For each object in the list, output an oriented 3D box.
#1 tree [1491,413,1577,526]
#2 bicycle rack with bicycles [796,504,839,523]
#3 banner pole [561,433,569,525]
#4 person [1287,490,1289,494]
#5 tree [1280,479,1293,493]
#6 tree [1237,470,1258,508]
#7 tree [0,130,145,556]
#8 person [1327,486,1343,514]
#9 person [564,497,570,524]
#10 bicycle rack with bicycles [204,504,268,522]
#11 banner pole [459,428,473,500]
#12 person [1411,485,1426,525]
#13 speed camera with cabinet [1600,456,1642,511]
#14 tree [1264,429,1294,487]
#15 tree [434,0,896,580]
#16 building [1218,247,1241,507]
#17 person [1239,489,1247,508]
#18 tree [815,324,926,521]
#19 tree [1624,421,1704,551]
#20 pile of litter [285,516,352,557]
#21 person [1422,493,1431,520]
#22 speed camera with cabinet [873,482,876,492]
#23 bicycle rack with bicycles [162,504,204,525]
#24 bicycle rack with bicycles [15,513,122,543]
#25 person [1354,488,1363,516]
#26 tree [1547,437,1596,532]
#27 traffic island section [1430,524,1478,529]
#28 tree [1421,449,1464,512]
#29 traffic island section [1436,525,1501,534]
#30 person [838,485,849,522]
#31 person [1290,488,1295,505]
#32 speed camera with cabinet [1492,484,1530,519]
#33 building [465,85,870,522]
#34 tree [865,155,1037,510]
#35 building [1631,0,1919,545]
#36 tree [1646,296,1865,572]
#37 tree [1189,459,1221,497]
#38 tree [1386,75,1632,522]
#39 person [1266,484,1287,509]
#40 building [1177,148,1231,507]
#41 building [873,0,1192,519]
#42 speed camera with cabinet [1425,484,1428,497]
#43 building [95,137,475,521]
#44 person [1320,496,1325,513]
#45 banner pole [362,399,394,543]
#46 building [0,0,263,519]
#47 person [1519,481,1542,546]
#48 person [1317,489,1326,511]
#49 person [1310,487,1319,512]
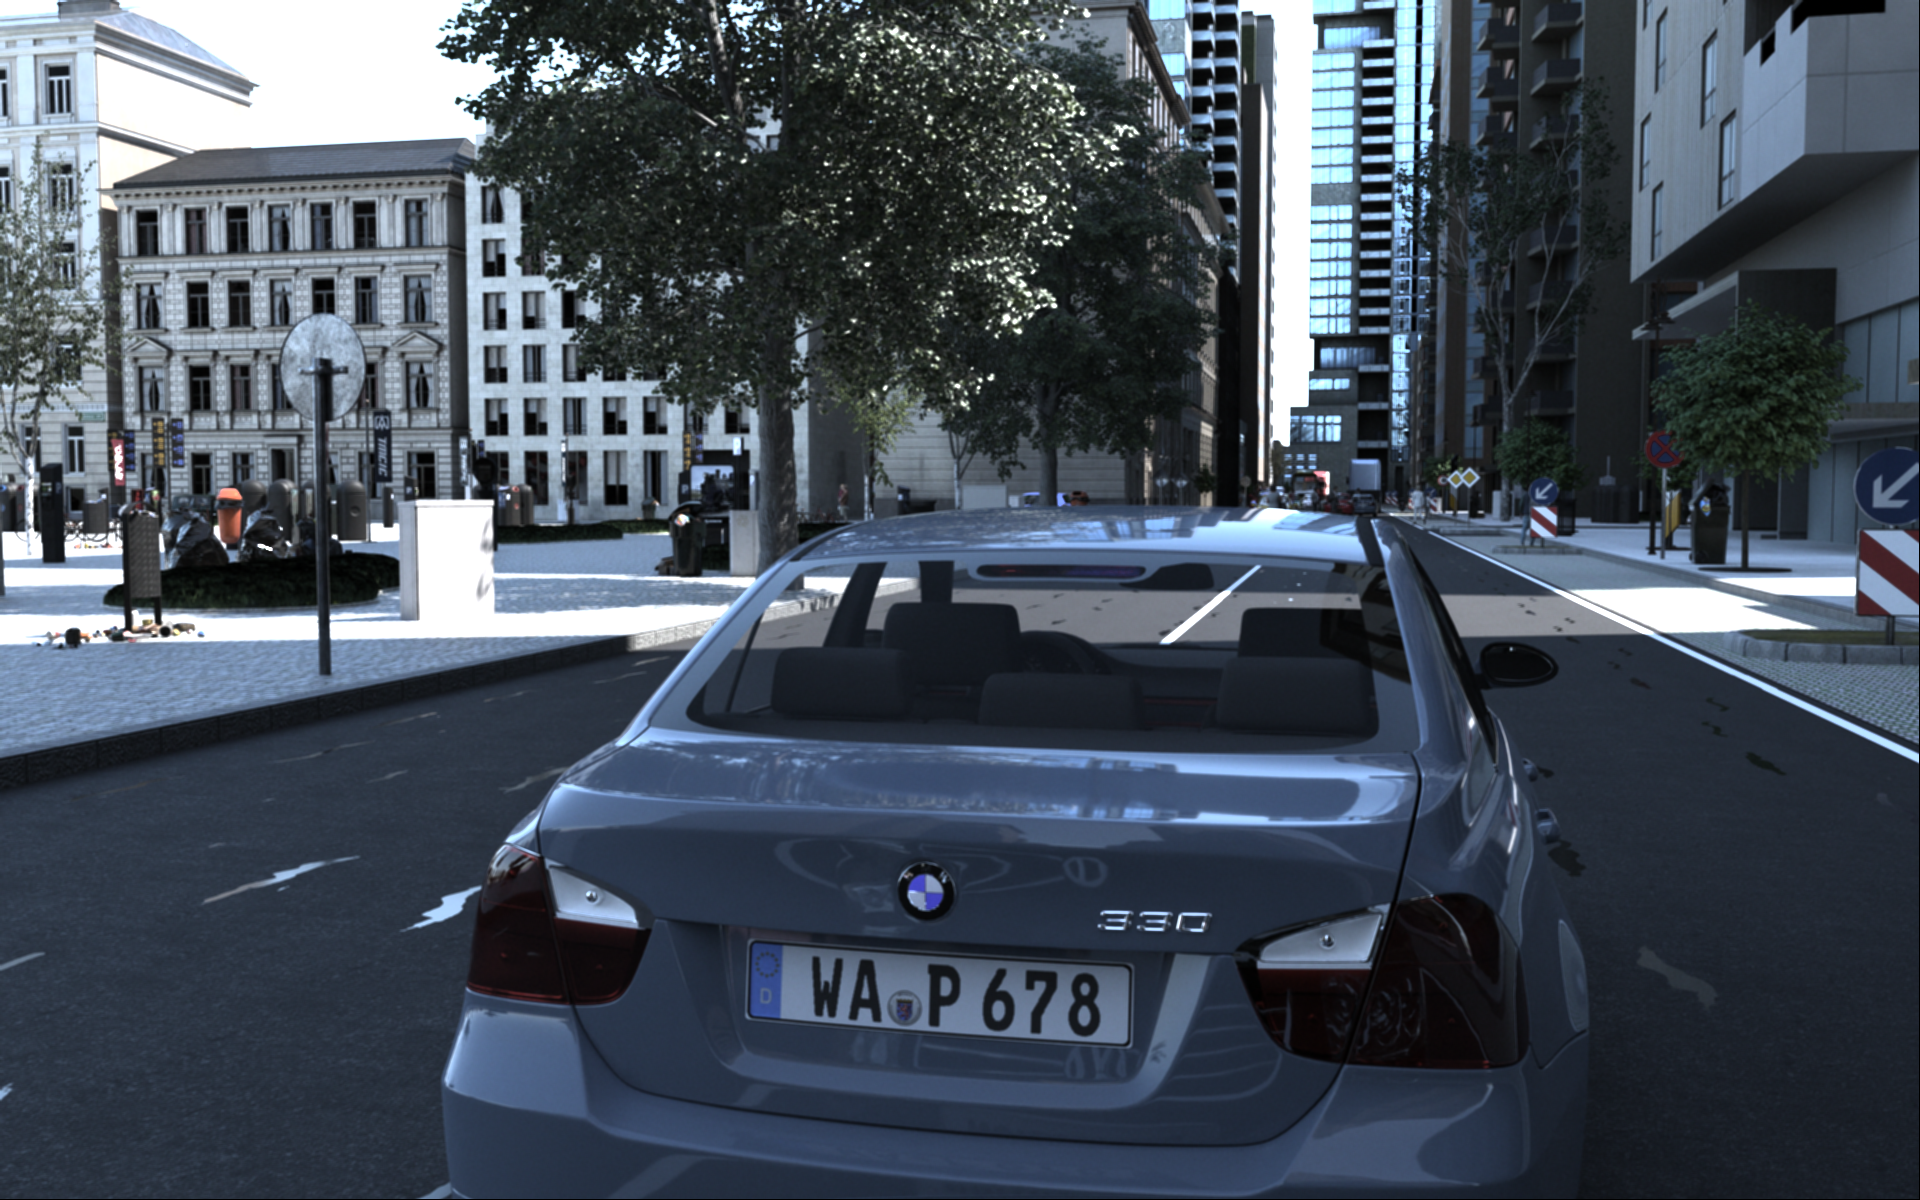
[{"bbox_3d":[23.280,-5.290,70.204,4.285,4.588,4.351,0,3,0],"label":"tree"},{"bbox_3d":[-6.021,-2.944,61.521,2.852,0.926,2.925,-3,4,-38],"label":"bicycle rack with bicycles"},{"bbox_3d":[-16.201,-4.959,71.101,0.401,3.779,0.863,1,4,8],"label":"banner pole"},{"bbox_3d":[27.343,-8.292,144.349,0.850,1.792,0.678,1,4,12],"label":"person"},{"bbox_3d":[41.631,-13.818,220.528,1.663,3.219,1.824,0,3,0],"label":"tree"},{"bbox_3d":[22.893,-8.743,137.554,1.663,3.219,1.824,0,3,0],"label":"tree"},{"bbox_3d":[-19.223,-5.223,35.766,4.360,8.622,3.978,0,3,0],"label":"tree"},{"bbox_3d":[19.456,-4.997,90.167,0.822,1.834,0.622,3,5,39],"label":"person"},{"bbox_3d":[-17.344,-3.917,76.826,0.394,1.301,0.425,1,4,19],"label":"person"},{"bbox_3d":[-23.664,-2.775,58.752,2.925,0.926,2.852,-3,4,-36],"label":"bicycle rack with bicycles"},{"bbox_3d":[-18.753,-4.641,65.896,0.863,3.779,0.401,2,4,33],"label":"banner pole"},{"bbox_3d":[21.233,-4.390,80.158,0.514,1.842,0.818,-2,4,-26],"label":"person"},{"bbox_3d":[34.456,-5.869,90.292,2.038,3.252,0.660,0,4,7],"label":"speed camera with cabinet"},{"bbox_3d":[35.992,-15.096,197.175,4.360,8.622,3.978,0,3,0],"label":"tree"},{"bbox_3d":[-2.348,-7.104,22.812,9.857,13.997,8.962,0,3,0],"label":"tree"},{"bbox_3d":[15.529,-18.824,137.453,12.332,23.373,15.834,1,4,13],"label":"building"},{"bbox_3d":[15.661,-5.290,95.993,0.522,1.701,0.512,-3,4,-36],"label":"person"},{"bbox_3d":[-3.318,-7.059,65.774,4.737,8.622,4.395,0,3,0],"label":"tree"},{"bbox_3d":[16.367,-2.753,39.613,1.663,3.219,1.824,0,3,0],"label":"tree"},{"bbox_3d":[-12.718,-1.228,34.038,1.719,0.858,1.176,0,4,5],"label":"pile of litter"},{"bbox_3d":[25.307,-5.060,93.830,0.503,1.515,0.523,3,5,40],"label":"person"},{"bbox_3d":[-5.730,-7.878,123.141,0.660,3.252,2.038,1,4,9],"label":"speed camera with cabinet"},{"bbox_3d":[-27.470,-2.909,60.952,2.852,0.926,2.925,-1,4,-16],"label":"bicycle rack with bicycles"},{"bbox_3d":[-23.803,-2.033,46.615,2.925,0.926,2.852,-1,4,-21],"label":"bicycle rack with bicycles"},{"bbox_3d":[26.005,-6.415,113.479,0.850,1.850,0.679,3,4,36],"label":"person"},{"bbox_3d":[20.246,-3.891,58.222,1.663,3.219,1.824,0,3,0],"label":"tree"},{"bbox_3d":[20.532,-3.023,71.705,2.009,0.180,2.903,1,4,13],"label":"traffic island section"},{"bbox_3d":[35.253,-8.721,126.304,4.285,4.588,4.351,0,3,0],"label":"tree"},{"bbox_3d":[18.789,-2.546,63.912,2.009,0.180,2.903,1,4,13],"label":"traffic island section"},{"bbox_3d":[-4.876,-3.927,72.679,0.580,1.828,0.573,3,5,44],"label":"person"},{"bbox_3d":[20.552,-6.047,107.375,0.388,1.821,0.555,-2,4,-26],"label":"person"},{"bbox_3d":[28.125,-5.744,88.252,2.038,3.252,0.660,-2,4,-25],"label":"speed camera with cabinet"},{"bbox_3d":[-13.934,-14.085,85.038,16.860,20.320,10.420,1,4,13],"label":"building"},{"bbox_3d":[-0.069,-5.342,37.708,4.360,8.622,3.978,0,3,0],"label":"tree"},{"bbox_3d":[33.729,-27.817,44.040,28.713,52.752,27.495,1,4,13],"label":"building"},{"bbox_3d":[13.242,-2.764,28.910,4.285,4.588,4.351,0,3,0],"label":"tree"},{"bbox_3d":[13.448,-6.123,94.720,1.663,3.219,1.824,0,3,0],"label":"tree"},{"bbox_3d":[26.319,-13.659,79.221,12.611,20.169,13.585,0,3,0],"label":"tree"},{"bbox_3d":[10.840,-3.076,59.144,0.716,1.782,0.532,2,4,29],"label":"person"},{"bbox_3d":[8.893,-17.260,115.478,16.112,22.955,30.059,1,4,13],"label":"building"},{"bbox_3d":[4.380,-17.783,88.021,12.463,27.353,25.104,1,4,13],"label":"building"},{"bbox_3d":[35.933,-8.455,132.567,0.660,3.252,2.038,1,4,15],"label":"speed camera with cabinet"},{"bbox_3d":[-32.021,-13.707,88.735,19.286,19.102,10.561,1,4,13],"label":"building"},{"bbox_3d":[20.096,-5.106,96.229,0.590,1.304,0.306,-2,4,-30],"label":"person"},{"bbox_3d":[-15.452,-3.418,45.901,0.863,3.779,0.401,0,4,-4],"label":"banner pole"},{"bbox_3d":[-50.859,-18.872,94.469,20.117,28.700,13.634,1,4,13],"label":"building"},{"bbox_3d":[14.983,-2.237,45.428,0.623,1.781,0.721,1,4,21],"label":"person"},{"bbox_3d":[30.925,-8.575,148.646,1.348,1.831,0.705,-2,4,-24],"label":"person"},{"bbox_3d":[21.523,-5.932,105.336,0.661,1.843,0.795,-3,5,-42],"label":"person"}]
